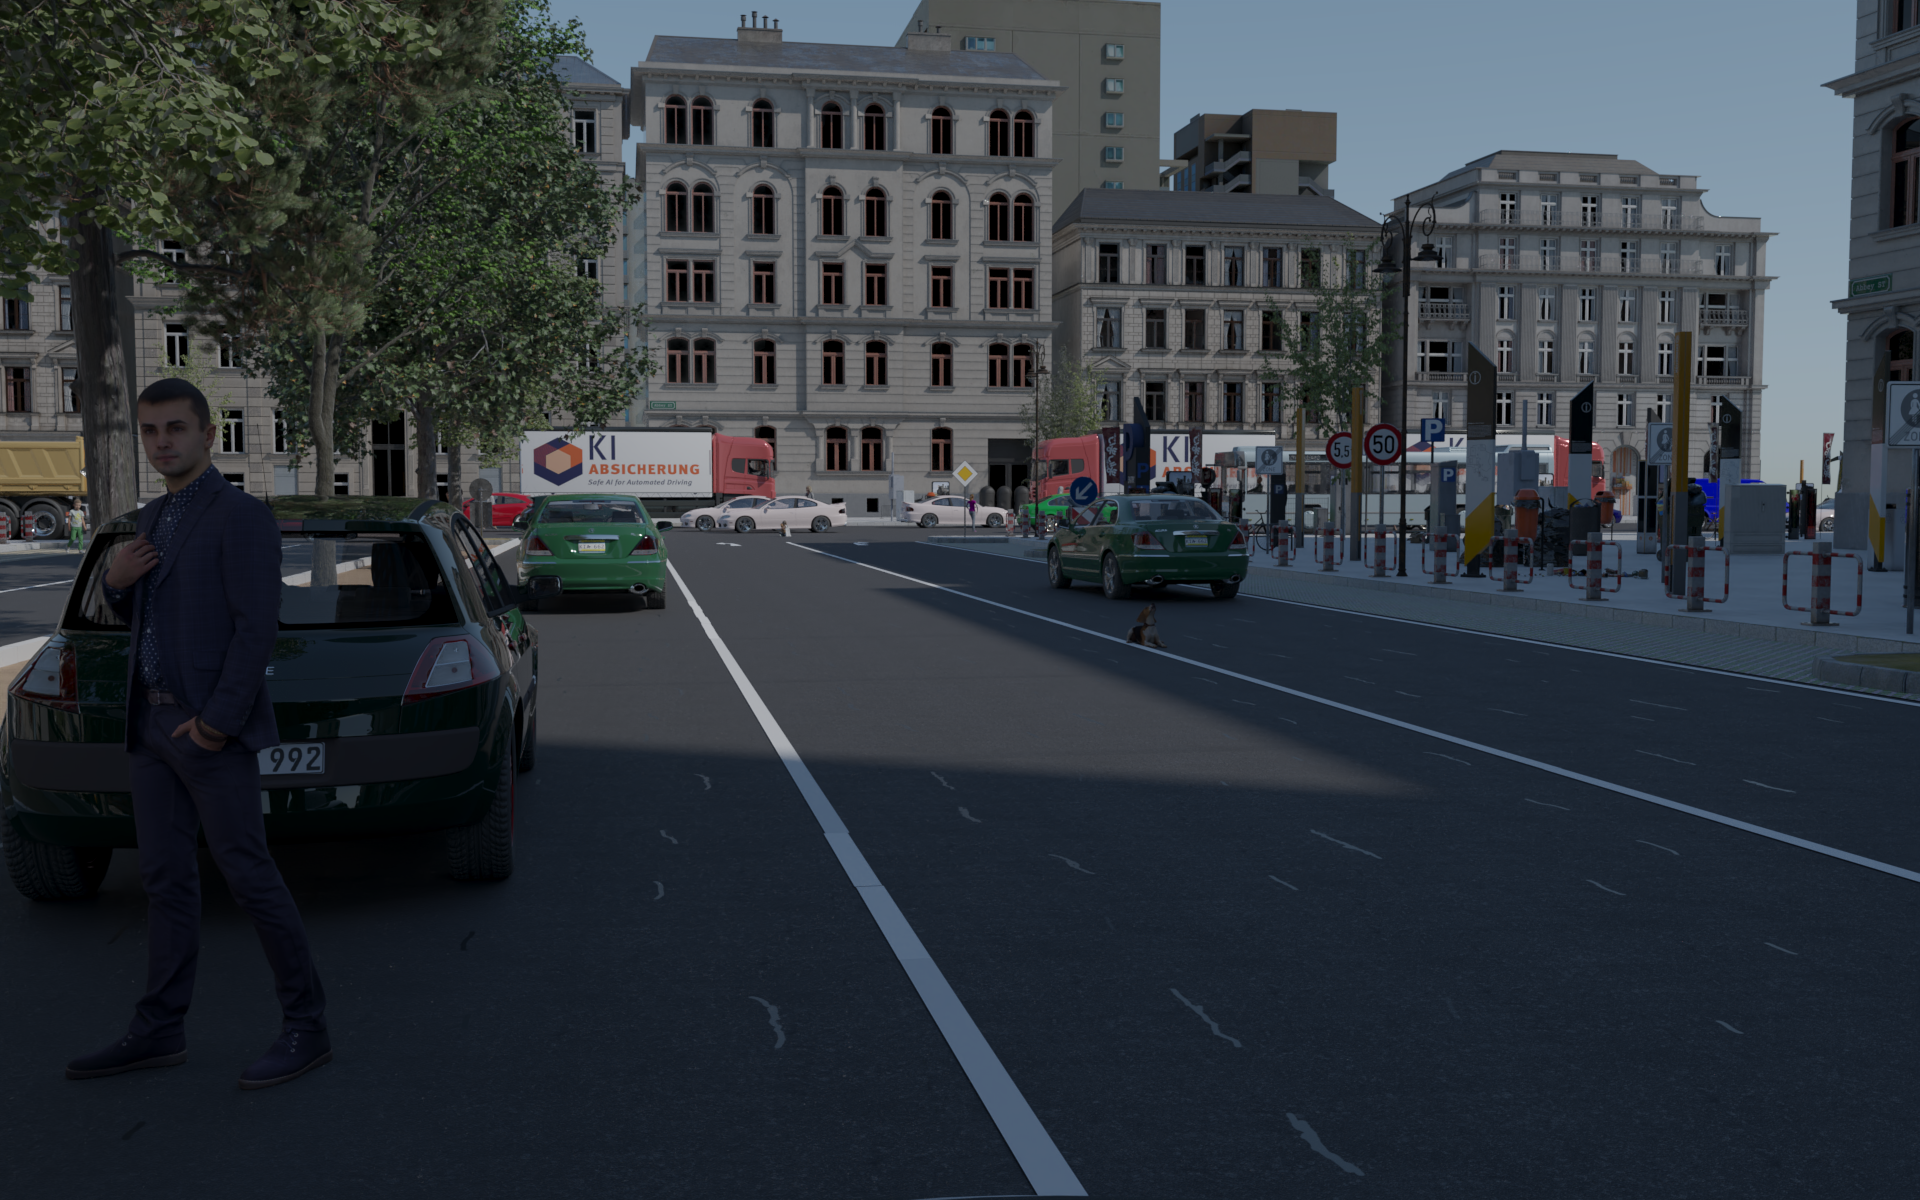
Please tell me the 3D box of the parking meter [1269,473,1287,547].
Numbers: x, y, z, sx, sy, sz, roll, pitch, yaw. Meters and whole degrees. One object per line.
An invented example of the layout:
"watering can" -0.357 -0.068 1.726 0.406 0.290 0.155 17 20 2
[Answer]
"parking meter" 7.746 -2.227 42.121 0.399 1.863 0.255 0 4 3

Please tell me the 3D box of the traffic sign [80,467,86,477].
"traffic sign" -23.418 -2.649 46.949 0.795 2.450 0.064 -1 4 -11

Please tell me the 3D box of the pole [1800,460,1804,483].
"pole" 50.170 -6.693 103.271 0.158 3.312 0.155 0 3 0

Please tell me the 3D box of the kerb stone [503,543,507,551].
"kerb stone" -11.334 -1.257 42.757 0.120 0.150 1.000 -1 4 -11

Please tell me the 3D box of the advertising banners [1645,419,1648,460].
"advertising banners" 16.183 -2.740 40.981 0.090 3.025 2.074 1 4 20

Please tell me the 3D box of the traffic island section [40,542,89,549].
"traffic island section" -23.440 -1.512 47.006 2.009 0.180 2.903 -1 4 -11

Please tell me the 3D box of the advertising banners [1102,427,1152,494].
"advertising banners" 4.602 -2.967 44.700 2.074 3.025 0.090 2 4 29

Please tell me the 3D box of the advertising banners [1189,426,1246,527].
"advertising banners" 6.516 -2.930 44.097 0.090 3.025 2.074 -2 4 -35

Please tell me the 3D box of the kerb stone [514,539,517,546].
"kerb stone" -12.121 -1.505 46.804 0.120 0.150 1.000 -1 4 -11

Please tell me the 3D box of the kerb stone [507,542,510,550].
"kerb stone" -11.526 -1.320 43.776 0.120 0.150 1.000 -1 4 -11

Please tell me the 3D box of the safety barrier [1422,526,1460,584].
"safety barrier" 6.872 -0.642 24.774 0.300 0.817 1.120 -1 4 -11

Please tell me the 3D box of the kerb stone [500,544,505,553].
"kerb stone" -11.133 -1.190 41.751 0.120 0.150 1.000 -1 4 -11

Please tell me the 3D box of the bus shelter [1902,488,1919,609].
"bus shelter" 11.586 -2.310 15.409 2.179 5.291 8.768 -1 4 -11

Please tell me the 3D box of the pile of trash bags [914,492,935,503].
"pile of trash bags" -1.307 -4.478 82.967 1.912 1.369 3.447 0 4 -6

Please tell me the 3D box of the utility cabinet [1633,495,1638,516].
"utility cabinet" 39.454 -5.472 100.635 0.306 1.237 1.020 3 5 44

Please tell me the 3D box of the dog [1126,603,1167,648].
"dog" 1.828 0.226 16.503 0.550 0.427 0.748 2 4 29

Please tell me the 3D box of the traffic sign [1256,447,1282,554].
"traffic sign" 6.566 -2.127 36.907 0.606 2.300 0.079 -1 4 -10

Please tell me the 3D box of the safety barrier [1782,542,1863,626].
"safety barrier" 8.396 -0.160 16.886 0.300 0.817 1.120 -1 4 -11

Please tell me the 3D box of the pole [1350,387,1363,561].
"pole" 7.605 -2.407 33.205 0.158 3.312 0.155 0 3 0

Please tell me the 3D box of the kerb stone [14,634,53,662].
"kerb stone" -8.116 0.436 15.115 0.120 0.150 1.000 -1 4 -11

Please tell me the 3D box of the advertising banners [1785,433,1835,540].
"advertising banners" 24.089 -3.232 49.031 2.074 3.025 0.090 -2 4 -30

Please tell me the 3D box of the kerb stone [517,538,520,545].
"kerb stone" -12.311 -1.567 47.812 0.120 0.150 1.000 -1 4 -11

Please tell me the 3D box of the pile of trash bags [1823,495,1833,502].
"pile of trash bags" 55.935 -6.208 111.246 1.912 1.369 3.447 -2 4 -33

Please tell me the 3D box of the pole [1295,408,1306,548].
"pole" 8.086 -2.894 41.155 0.158 3.312 0.155 0 3 0

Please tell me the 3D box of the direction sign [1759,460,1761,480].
"direction sign" 52.767 -7.501 114.632 0.379 3.537 0.876 0 4 2

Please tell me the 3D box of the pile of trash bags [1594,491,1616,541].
"pile of trash bags" 17.380 -2.406 49.090 1.912 1.369 3.447 -1 4 -17

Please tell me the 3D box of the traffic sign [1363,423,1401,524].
"traffic sign" 7.571 -1.895 31.084 0.768 2.556 0.104 -1 4 -10

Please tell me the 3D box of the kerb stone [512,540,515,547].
"kerb stone" -11.921 -1.443 45.792 0.120 0.150 1.000 -1 4 -11

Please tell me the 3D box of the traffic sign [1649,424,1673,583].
"traffic sign" 10.149 -1.394 24.921 0.606 2.300 0.079 -1 4 -9

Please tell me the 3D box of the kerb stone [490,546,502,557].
"kerb stone" -10.940 -1.134 40.743 0.120 0.150 1.000 -1 4 -11

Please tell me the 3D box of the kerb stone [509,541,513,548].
"kerb stone" -11.726 -1.381 44.782 0.120 0.150 1.000 -1 4 -11

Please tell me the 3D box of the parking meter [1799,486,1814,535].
"parking meter" 26.751 -2.833 54.726 0.372 1.533 0.369 0 3 0

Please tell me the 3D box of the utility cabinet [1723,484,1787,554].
"utility cabinet" 16.748 -1.700 36.475 1.173 1.500 0.318 0 4 -2

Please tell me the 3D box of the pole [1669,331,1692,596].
"pole" 9.082 -1.713 21.846 0.158 3.312 0.155 0 3 0

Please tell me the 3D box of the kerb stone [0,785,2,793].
"kerb stone" -4.676 0.844 8.403 0.120 0.150 1.000 -1 4 -11

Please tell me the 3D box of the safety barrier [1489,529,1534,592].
"safety barrier" 7.253 -0.522 22.808 0.300 0.817 1.120 -1 4 -11

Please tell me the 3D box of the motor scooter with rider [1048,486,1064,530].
"motor scooter with rider" 4.215 -3.599 67.814 1.986 1.779 0.876 -1 4 -10

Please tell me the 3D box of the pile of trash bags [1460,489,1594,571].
"pile of trash bags" 9.848 -1.268 30.492 1.912 1.369 3.447 1 4 12

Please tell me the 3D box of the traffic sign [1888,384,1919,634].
"traffic sign" 8.714 -0.837 15.820 0.606 2.300 0.079 0 4 -3

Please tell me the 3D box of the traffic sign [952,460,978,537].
"traffic sign" 0.143 -2.926 51.475 0.795 2.450 0.064 -1 4 -11

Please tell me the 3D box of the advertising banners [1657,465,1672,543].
"advertising banners" 18.449 -3.016 45.505 0.090 3.025 2.074 0 4 3

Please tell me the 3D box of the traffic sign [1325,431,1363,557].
"traffic sign" 7.786 -2.148 35.230 0.768 2.556 0.104 0 4 -3

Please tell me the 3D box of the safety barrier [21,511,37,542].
"safety barrier" -24.796 -1.948 46.124 0.300 0.817 1.120 -1 4 -11

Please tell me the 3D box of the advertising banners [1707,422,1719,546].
"advertising banners" 19.007 -2.855 42.862 2.074 3.025 0.090 -3 4 -37

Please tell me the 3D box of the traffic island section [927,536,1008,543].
"traffic island section" 0.165 -1.791 51.557 2.009 0.180 2.903 -1 4 -11

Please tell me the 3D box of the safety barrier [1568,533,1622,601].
"safety barrier" 7.634 -0.402 20.843 0.300 0.817 1.120 -1 4 -11

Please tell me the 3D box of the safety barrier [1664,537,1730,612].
"safety barrier" 8.016 -0.280 18.861 0.300 0.817 1.120 -1 4 -11

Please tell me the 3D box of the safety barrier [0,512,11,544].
"safety barrier" -24.415 -1.828 44.157 0.300 0.817 1.120 -1 4 -11
